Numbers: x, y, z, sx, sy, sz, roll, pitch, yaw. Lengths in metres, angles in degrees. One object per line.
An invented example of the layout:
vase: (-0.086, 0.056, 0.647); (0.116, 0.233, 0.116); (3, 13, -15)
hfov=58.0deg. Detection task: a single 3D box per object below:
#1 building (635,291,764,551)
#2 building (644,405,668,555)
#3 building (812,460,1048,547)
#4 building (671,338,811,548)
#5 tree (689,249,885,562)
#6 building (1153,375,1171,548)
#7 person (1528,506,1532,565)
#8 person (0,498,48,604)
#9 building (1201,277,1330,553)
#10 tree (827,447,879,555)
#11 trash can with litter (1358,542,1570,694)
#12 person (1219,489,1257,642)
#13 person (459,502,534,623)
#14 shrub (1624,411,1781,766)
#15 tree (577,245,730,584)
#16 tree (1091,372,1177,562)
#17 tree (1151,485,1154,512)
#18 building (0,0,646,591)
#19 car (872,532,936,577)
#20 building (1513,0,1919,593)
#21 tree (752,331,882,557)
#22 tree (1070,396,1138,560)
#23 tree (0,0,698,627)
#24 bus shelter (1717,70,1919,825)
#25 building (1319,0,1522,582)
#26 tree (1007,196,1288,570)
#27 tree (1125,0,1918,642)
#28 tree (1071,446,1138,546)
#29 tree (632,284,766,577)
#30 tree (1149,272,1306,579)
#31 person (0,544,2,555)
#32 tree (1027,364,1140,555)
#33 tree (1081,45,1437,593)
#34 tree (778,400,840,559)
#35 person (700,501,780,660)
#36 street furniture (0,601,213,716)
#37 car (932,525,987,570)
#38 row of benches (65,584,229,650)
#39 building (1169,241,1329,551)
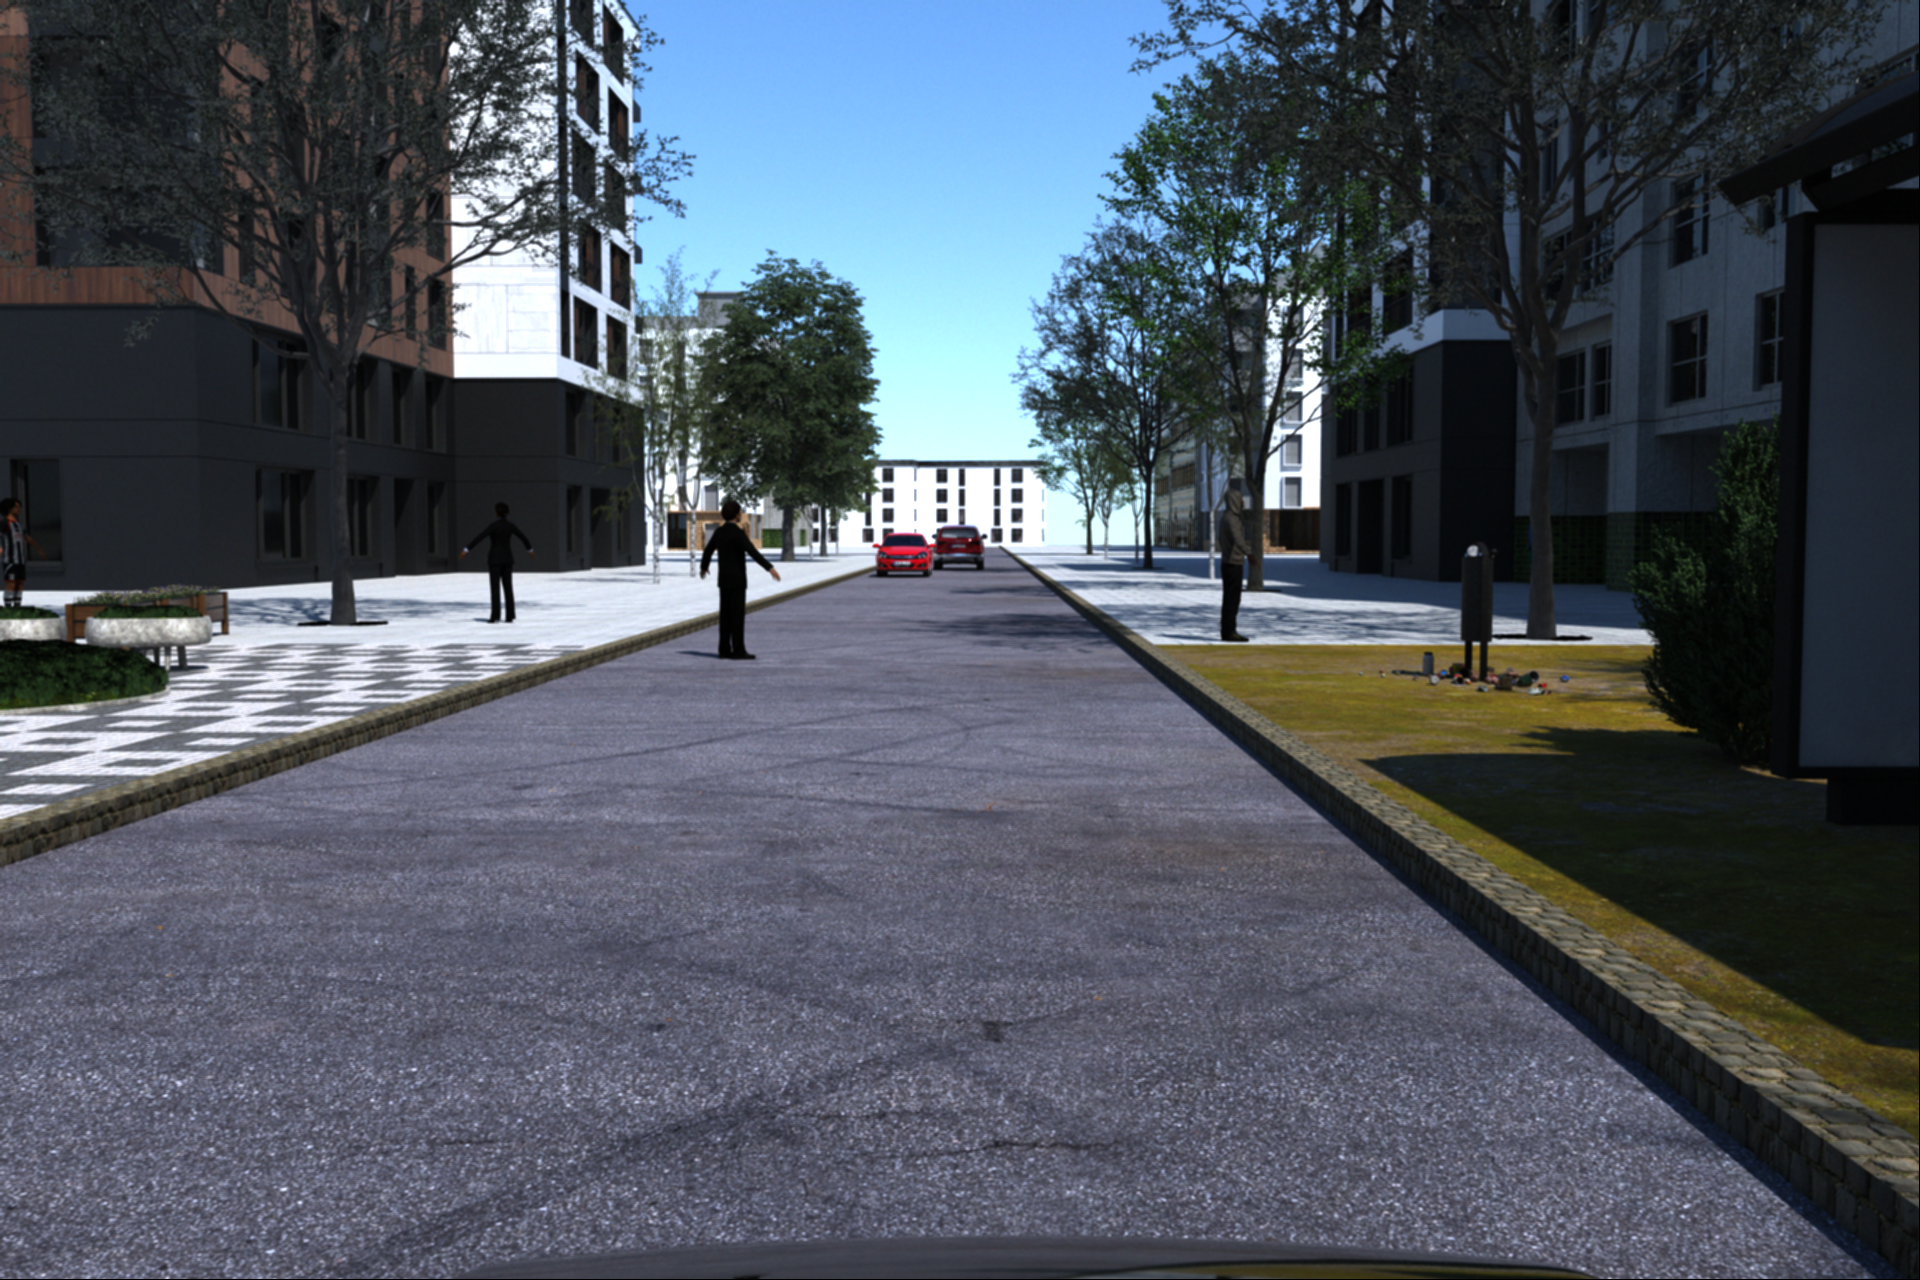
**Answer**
building: (-22.104, -17.122, 136.371); (16.016, 20.090, 11.380); (0, 4, 1)
building: (-24.685, -10.865, 119.794); (9.099, 9.664, 28.070); (0, 3, 0)
building: (-4.566, -15.381, 196.083); (28.070, 9.664, 9.099); (1, 4, 9)
building: (-24.376, -18.678, 171.840); (16.747, 18.905, 31.486); (0, 3, 0)
tree: (-7.847, -10.561, 79.324); (9.857, 13.997, 8.962); (0, 3, 0)
building: (29.070, -20.646, 168.483); (19.493, 23.208, 18.063); (0, 4, 1)
person: (9.106, -1.287, 27.176); (0.704, 1.817, 1.347); (1, 4, 20)
person: (-14.232, -1.220, 26.091); (0.704, 1.843, 1.345); (0, 4, 3)
building: (23.073, -16.596, 127.764); (16.016, 20.090, 11.380); (0, 4, 0)
tree: (-7.627, -9.442, 104.732); (4.360, 8.622, 3.978); (0, 3, 0)
trash can with litter: (4.434, -0.233, 14.868); (1.678, 1.210, 2.233); (0, 4, 2)
person: (3.286, -0.892, 20.717); (0.705, 1.813, 1.348); (0, 4, -4)
person: (-6.680, -1.121, 25.054); (0.721, 1.740, 1.216); (3, 5, 44)
shrub: (4.626, -0.328, 9.790); (1.690, 2.028, 1.600); (0, 3, 0)
tree: (-7.795, -5.739, 44.190); (4.360, 8.622, 3.978); (0, 3, 0)
tree: (8.105, -7.820, 78.227); (4.360, 8.622, 3.978); (0, 3, 0)
tree: (24.158, -15.044, 196.331); (4.360, 8.622, 3.978); (0, 3, 0)
building: (-27.196, -12.890, 54.720); (27.936, 21.610, 32.646); (0, 4, 1)
car: (-1.877, -3.056, 58.999); (2.155, 1.783, 4.494); (0, 4, 1)
building: (22.903, -9.978, 29.598); (16.747, 18.905, 31.486); (0, 4, 1)
tree: (-8.103, -10.960, 97.321); (7.486, 12.596, 7.792); (0, 3, 0)
tree: (7.233, -8.279, 85.717); (4.360, 8.622, 3.978); (0, 3, 0)
tree: (-8.774, -6.958, 24.136); (12.009, 13.543, 11.850); (0, 3, 0)
bus shelter: (4.419, -0.683, 5.092); (2.014, 3.302, 5.546); (0, 4, 0)
building: (26.757, -13.318, 61.722); (27.936, 21.610, 32.646); (0, 4, 0)
tree: (6.831, -9.337, 63.024); (12.009, 13.543, 11.850); (0, 3, 0)
tree: (7.030, -6.757, 20.855); (12.009, 13.543, 11.850); (0, 3, 0)
tree: (15.965, -16.173, 190.178); (9.928, 11.665, 9.643); (0, 3, 0)
tree: (-8.048, -6.177, 51.359); (4.360, 8.622, 3.978); (0, 3, 0)
tree: (6.961, -6.032, 48.979); (4.360, 8.622, 3.978); (0, 3, 0)
person: (-16.704, -1.439, 29.797); (0.705, 1.796, 1.348); (-3, 5, -43)
tree: (7.933, -10.987, 105.399); (9.928, 11.665, 9.643); (0, 3, 0)
tree: (6.529, -6.866, 38.010); (9.928, 11.665, 9.643); (0, 3, 0)
tree: (-7.646, -8.490, 89.172); (4.737, 8.622, 4.395); (0, 3, 0)
person: (-2.586, -0.686, 19.857); (1.347, 1.806, 0.705); (3, 5, 42)
street furniture: (-11.306, 0.102, 13.966); (10.072, 0.657, 5.734); (0, 4, -3)
car: (-0.028, -3.778, 70.451); (2.281, 1.827, 5.304); (0, 4, 1)
row of benches: (-9.357, -0.281, 20.064); (1.422, 0.672, 4.104); (-1, 4, -8)
building: (27.190, -18.865, 139.368); (19.493, 23.208, 18.063); (0, 4, 1)
